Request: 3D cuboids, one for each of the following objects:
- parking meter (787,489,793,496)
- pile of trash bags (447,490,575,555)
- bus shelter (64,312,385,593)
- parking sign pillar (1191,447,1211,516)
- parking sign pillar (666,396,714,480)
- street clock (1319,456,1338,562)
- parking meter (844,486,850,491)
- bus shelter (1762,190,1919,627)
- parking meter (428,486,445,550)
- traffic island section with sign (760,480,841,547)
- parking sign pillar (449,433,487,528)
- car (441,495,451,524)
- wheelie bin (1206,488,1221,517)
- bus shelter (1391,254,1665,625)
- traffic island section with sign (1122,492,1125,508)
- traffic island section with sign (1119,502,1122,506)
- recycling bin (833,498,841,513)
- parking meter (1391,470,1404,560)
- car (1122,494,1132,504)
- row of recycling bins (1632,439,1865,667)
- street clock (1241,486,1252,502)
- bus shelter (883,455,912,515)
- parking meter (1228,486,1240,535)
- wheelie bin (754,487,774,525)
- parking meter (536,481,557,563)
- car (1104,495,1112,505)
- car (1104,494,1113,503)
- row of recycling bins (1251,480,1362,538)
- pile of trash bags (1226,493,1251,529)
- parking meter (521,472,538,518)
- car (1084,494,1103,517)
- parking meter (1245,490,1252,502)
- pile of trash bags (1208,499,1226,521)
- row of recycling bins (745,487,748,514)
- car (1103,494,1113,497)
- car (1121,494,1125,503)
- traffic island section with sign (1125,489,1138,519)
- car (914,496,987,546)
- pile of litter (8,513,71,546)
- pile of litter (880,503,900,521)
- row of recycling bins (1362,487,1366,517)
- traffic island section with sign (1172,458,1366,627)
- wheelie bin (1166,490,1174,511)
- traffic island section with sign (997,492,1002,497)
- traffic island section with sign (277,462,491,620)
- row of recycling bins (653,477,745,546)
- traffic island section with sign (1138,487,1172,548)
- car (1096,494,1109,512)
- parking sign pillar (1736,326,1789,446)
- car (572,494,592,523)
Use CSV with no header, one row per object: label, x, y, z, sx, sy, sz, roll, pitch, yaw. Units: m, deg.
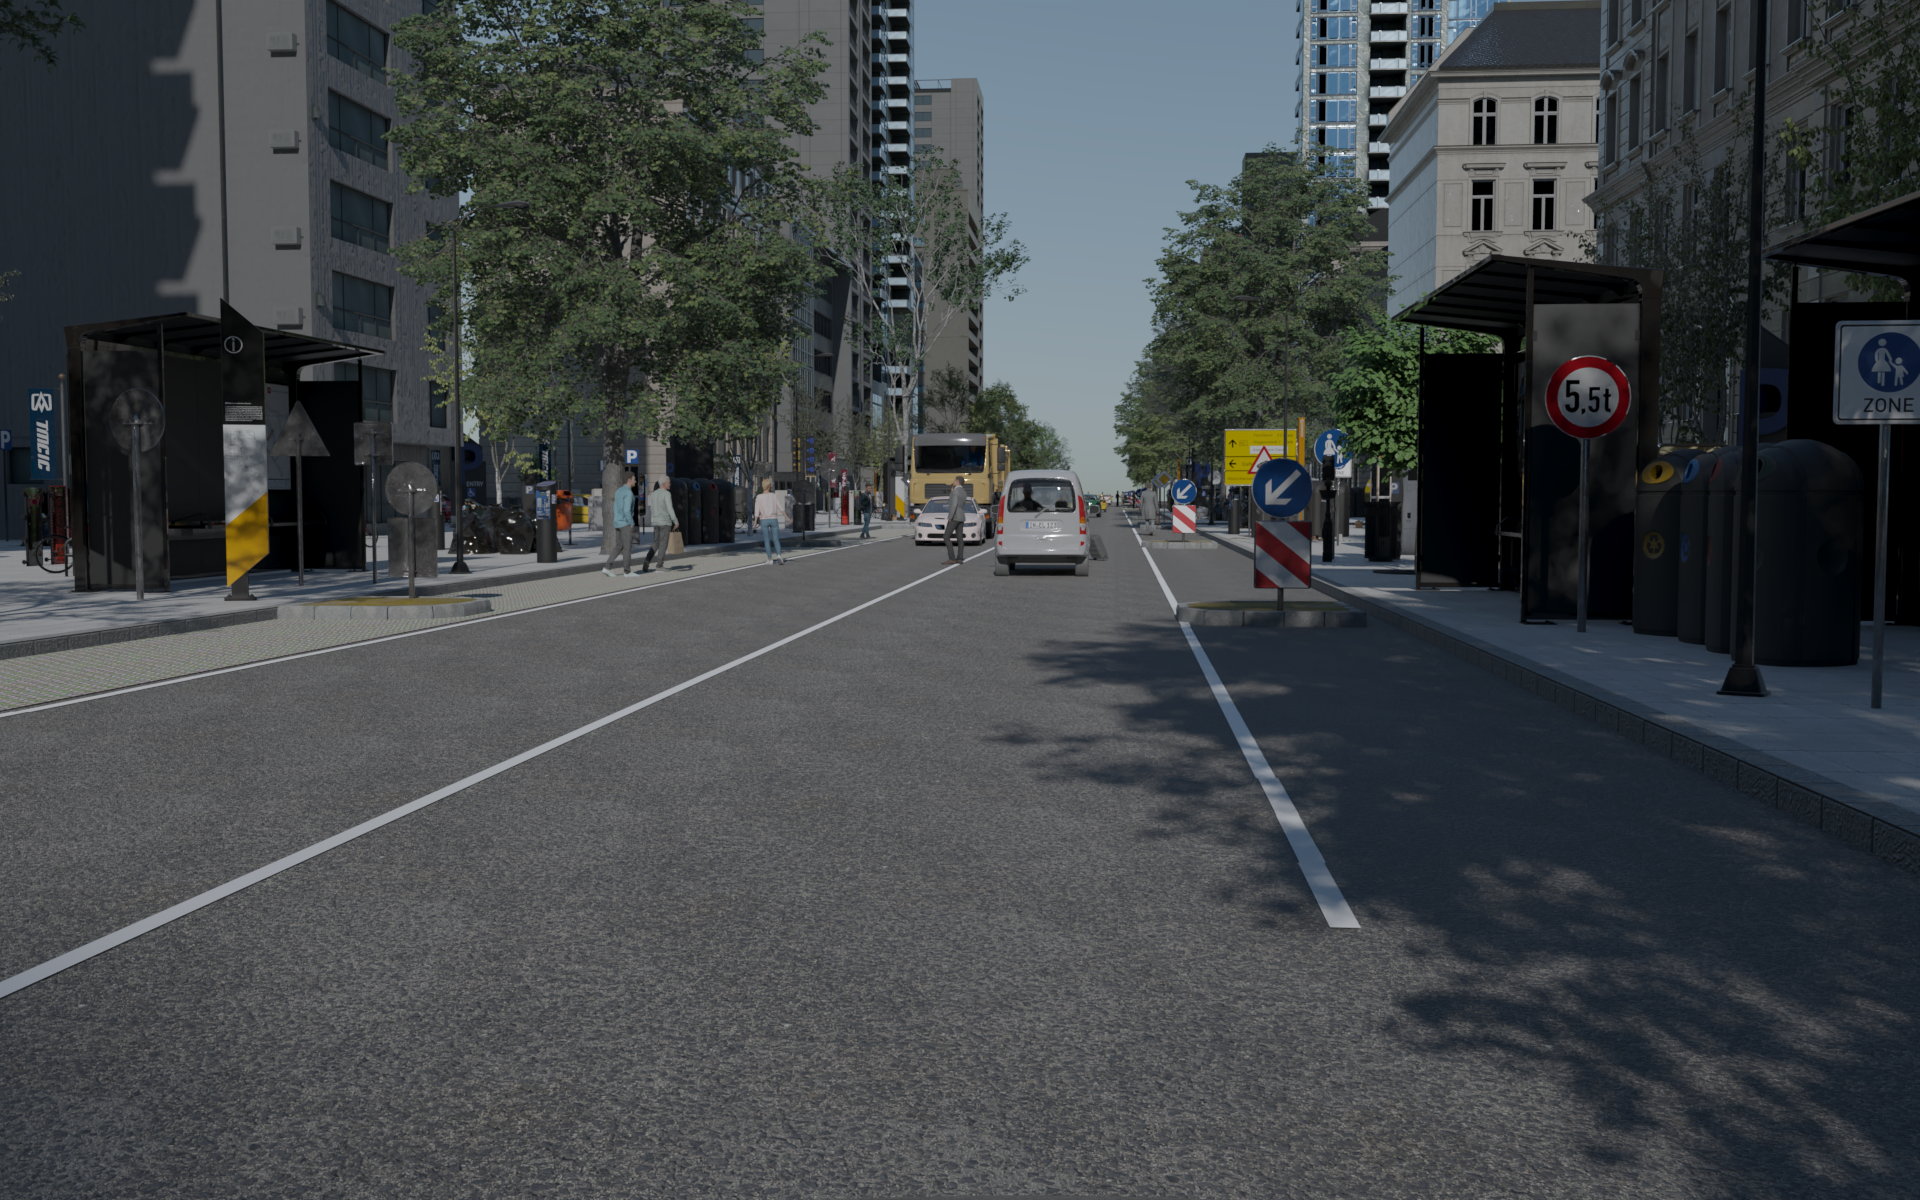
parking meter,-8.271,-4.669,84.742,0.372,1.533,0.369,0,3,0
pile of trash bags,-9.614,-1.742,38.236,1.912,1.369,3.447,1,4,21
bus shelter,-10.555,-2.094,25.518,1.731,3.624,6.357,0,4,5
parking sign pillar,14.012,-6.849,100.451,1.447,3.967,1.447,-3,4,-38
parking sign pillar,-7.349,-3.588,47.130,1.447,3.967,1.447,-3,5,-44
street clock,6.946,-1.720,32.689,0.358,2.002,0.471,1,4,13
parking meter,-7.713,-6.864,117.937,0.255,1.863,0.399,-3,4,-37
bus shelter,8.315,-1.383,13.890,1.731,3.624,6.357,0,4,5
parking meter,-12.001,-1.912,39.675,0.372,1.533,0.369,0,3,0
traffic island section with sign,-4.305,-2.372,47.403,1.989,1.847,2.006,0,4,5
parking sign pillar,-18.754,-4.745,66.049,1.447,3.967,1.447,-3,5,-43
car,-24.772,-4.195,77.635,4.494,1.783,2.155,0,4,6
wheelie bin,14.241,-5.430,96.685,0.980,1.594,0.693,-1,4,-22
bus shelter,6.322,-1.757,20.005,1.731,3.624,6.357,0,4,5
traffic island section with sign,13.157,-7.289,127.797,1.989,1.847,2.006,0,4,5
traffic island section with sign,17.710,-10.405,178.747,1.989,1.847,2.006,0,4,5
recycling bin,-7.978,-6.254,114.813,0.722,1.027,0.722,-1,4,-18
parking meter,8.457,-1.726,33.930,0.399,1.863,0.255,0,4,-4
car,23.511,-14.165,241.388,2.009,1.686,4.222,0,4,5
row of recycling bins,6.544,-0.452,14.506,1.069,1.692,3.534,0,4,6
street clock,15.682,-5.555,95.390,0.358,2.002,0.471,3,5,39
bus shelter,-3.535,-7.116,107.626,1.731,3.624,6.357,0,4,5
parking meter,8.701,-2.847,54.963,0.372,1.533,0.369,0,3,0
wheelie bin,-8.241,-3.979,72.964,0.980,1.594,0.693,1,4,18
parking meter,-7.706,-1.460,32.280,0.372,1.533,0.369,0,3,0
car,18.582,-12.936,223.859,2.083,1.381,4.827,0,4,3
car,24.810,-17.211,291.618,2.015,1.641,3.980,0,4,6
row of recycling bins,10.157,-2.705,51.342,3.534,1.692,1.069,-2,4,-31
pile of trash bags,11.950,-3.341,64.375,3.447,1.369,1.912,2,4,29
parking meter,-11.386,-2.456,45.872,0.399,1.863,0.255,0,4,0
car,7.833,-5.850,107.437,2.131,1.459,4.920,0,4,3
parking meter,15.080,-5.014,90.393,0.372,1.533,0.369,0,3,0
pile of trash bags,13.728,-4.470,82.829,3.447,1.369,1.912,-1,4,-16
row of recycling bins,-11.364,-5.041,89.532,1.069,1.692,3.534,-1,4,-9
car,25.577,-17.861,301.067,2.155,1.783,4.494,0,4,5
car,26.593,-16.283,276.014,2.009,1.686,4.222,0,4,6
traffic island section with sign,10.747,-5.645,100.926,1.989,1.847,2.006,0,4,5
car,-0.242,-2.265,49.392,2.083,1.381,4.827,0,4,3
pile of litter,-22.627,-1.767,42.851,1.719,0.858,1.176,1,4,16
pile of litter,-3.374,-4.323,84.649,1.176,0.858,1.719,1,4,12
row of recycling bins,22.144,-5.426,95.834,1.069,1.692,3.534,3,5,44
traffic island section with sign,3.477,-0.676,19.679,1.989,1.847,2.006,0,4,5
wheelie bin,16.169,-7.597,132.119,0.980,1.594,0.693,-1,4,-11
traffic island section with sign,3.048,-7.393,129.495,1.989,1.847,2.006,0,4,5
traffic island section with sign,-6.707,-0.729,20.554,1.989,1.847,2.006,0,4,5
row of recycling bins,-6.808,-2.271,44.242,1.069,1.692,3.534,1,4,18
traffic island section with sign,5.878,-2.318,46.527,1.989,1.847,2.006,0,4,5
car,10.775,-7.769,137.240,2.015,1.641,3.980,0,4,5
parking sign pillar,12.640,-2.337,26.679,1.447,3.967,1.447,-2,4,-26
car,-16.679,-4.116,77.512,3.980,1.641,2.015,0,4,7
